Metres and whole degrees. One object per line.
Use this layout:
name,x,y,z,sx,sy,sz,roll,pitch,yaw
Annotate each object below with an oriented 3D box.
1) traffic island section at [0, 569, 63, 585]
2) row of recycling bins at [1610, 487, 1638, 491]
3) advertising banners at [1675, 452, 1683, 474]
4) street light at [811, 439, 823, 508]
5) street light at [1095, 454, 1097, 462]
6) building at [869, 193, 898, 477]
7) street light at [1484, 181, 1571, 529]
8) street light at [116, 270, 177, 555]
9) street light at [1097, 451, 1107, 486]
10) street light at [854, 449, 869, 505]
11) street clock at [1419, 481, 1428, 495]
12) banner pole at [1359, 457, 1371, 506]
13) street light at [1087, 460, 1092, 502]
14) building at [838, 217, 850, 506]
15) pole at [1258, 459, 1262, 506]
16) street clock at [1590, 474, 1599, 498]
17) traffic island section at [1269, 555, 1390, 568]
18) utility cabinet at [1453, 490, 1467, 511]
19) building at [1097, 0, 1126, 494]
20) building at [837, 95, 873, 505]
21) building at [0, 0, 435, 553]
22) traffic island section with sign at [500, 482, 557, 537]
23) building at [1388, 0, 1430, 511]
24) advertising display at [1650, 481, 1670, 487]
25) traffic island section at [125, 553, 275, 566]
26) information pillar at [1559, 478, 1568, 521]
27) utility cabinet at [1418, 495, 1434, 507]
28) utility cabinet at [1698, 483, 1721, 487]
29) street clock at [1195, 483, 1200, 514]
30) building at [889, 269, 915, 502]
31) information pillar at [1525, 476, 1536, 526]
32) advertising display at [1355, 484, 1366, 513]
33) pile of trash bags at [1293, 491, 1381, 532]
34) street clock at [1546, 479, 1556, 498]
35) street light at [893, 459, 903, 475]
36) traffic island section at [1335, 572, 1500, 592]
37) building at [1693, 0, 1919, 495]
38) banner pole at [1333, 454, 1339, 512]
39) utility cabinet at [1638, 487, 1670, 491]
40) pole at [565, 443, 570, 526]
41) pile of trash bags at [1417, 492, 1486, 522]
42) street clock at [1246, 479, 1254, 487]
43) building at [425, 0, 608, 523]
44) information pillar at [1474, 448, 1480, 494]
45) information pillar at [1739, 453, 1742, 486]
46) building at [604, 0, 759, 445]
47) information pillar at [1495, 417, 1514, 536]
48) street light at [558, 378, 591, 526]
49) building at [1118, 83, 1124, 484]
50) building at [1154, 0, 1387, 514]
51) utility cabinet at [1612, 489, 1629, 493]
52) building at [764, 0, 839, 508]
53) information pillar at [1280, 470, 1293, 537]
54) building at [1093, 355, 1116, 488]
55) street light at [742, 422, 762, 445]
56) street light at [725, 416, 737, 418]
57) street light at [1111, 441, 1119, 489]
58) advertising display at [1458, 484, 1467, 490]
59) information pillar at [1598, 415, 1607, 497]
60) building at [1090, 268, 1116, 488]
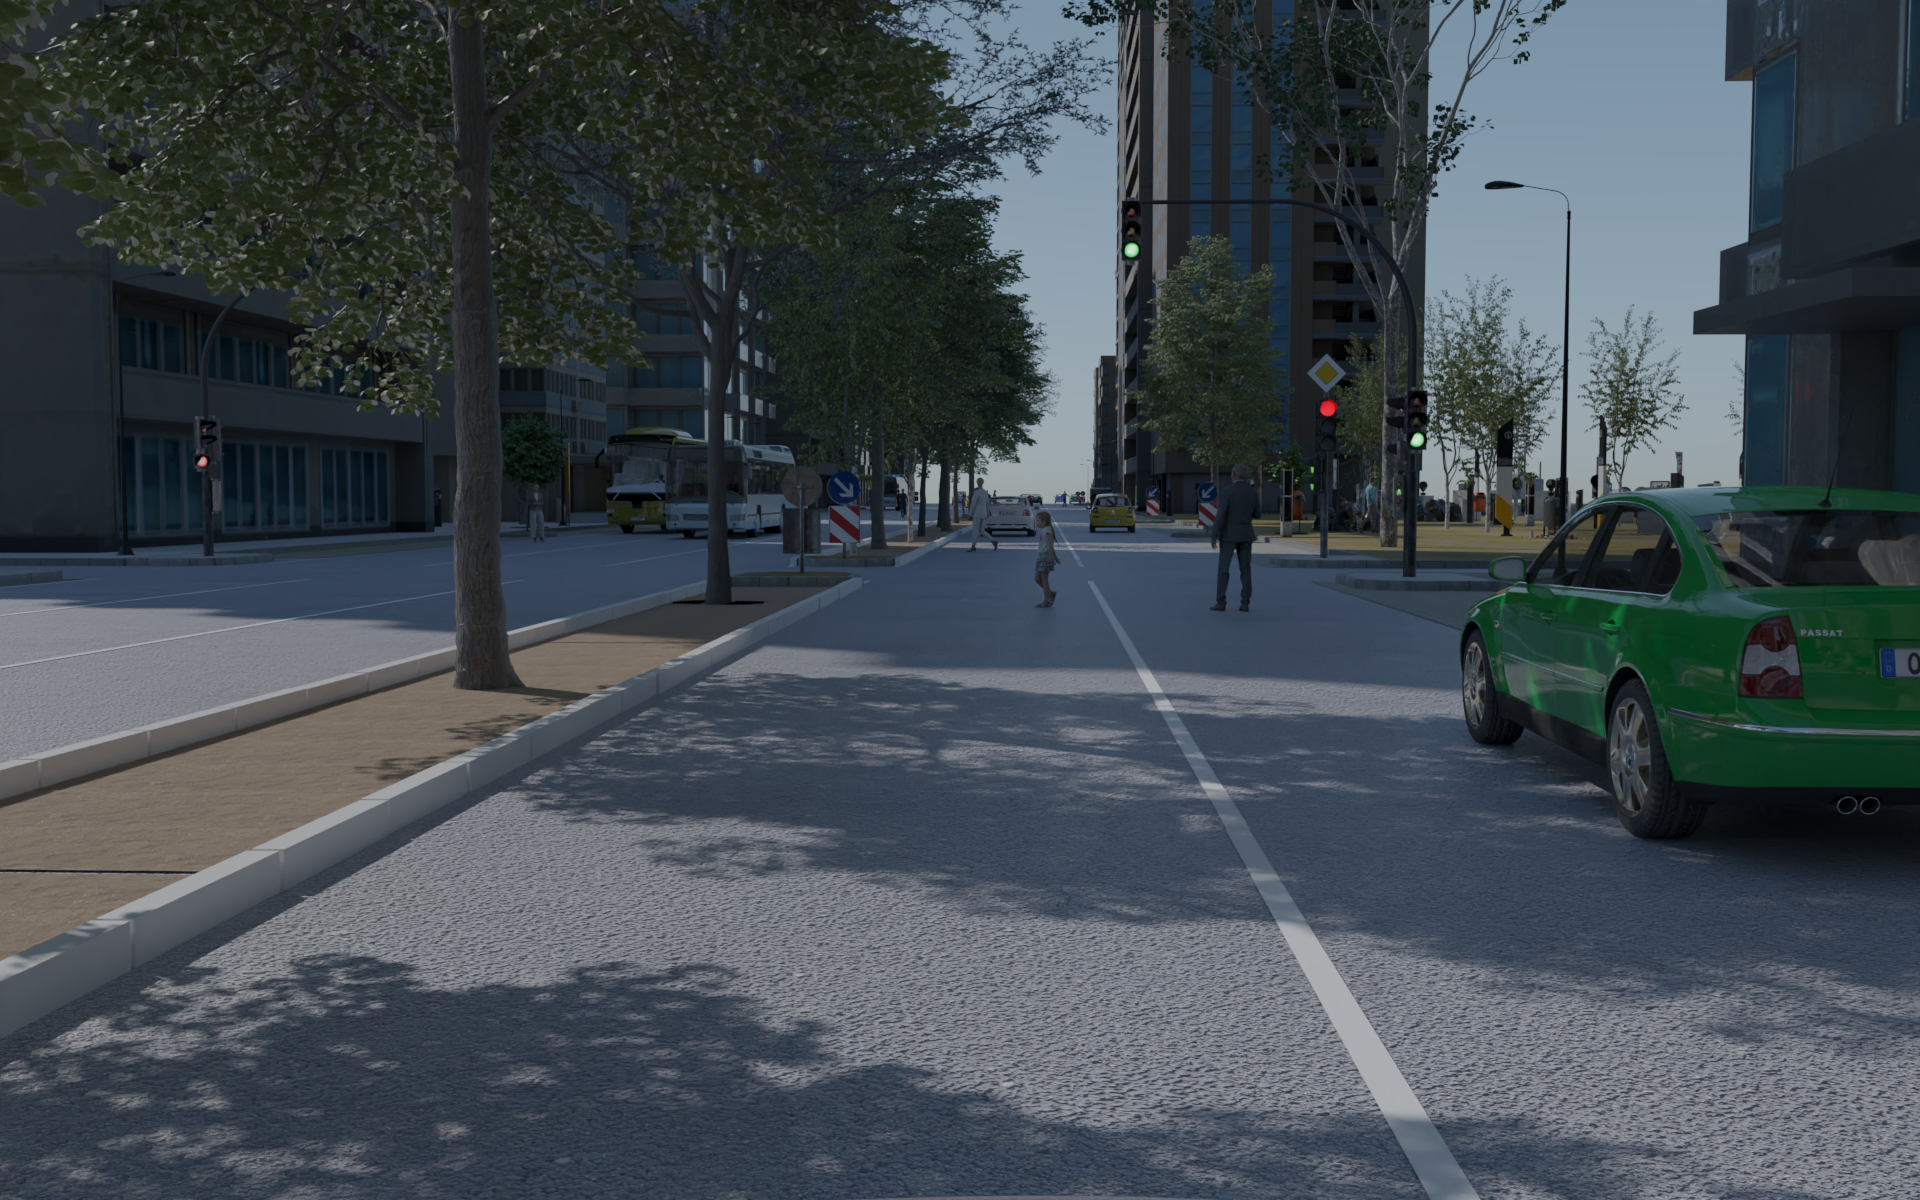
traffic island section,-15.939,-0.344,27.900,2.009,0.180,2.903,0,4,3
row of recycling bins,36.733,-5.357,94.698,3.534,1.692,1.069,2,4,33
advertising banners,30.254,-4.629,71.879,2.074,3.025,0.090,-2,4,-34
street light,-12.027,-10.617,146.121,1.470,5.913,1.316,0,4,3
street light,16.312,-13.918,200.093,1.470,5.913,1.316,0,4,3
building,-20.194,-35.750,239.128,22.147,44.769,28.867,0,4,3
street light,8.473,-3.258,25.814,1.470,5.913,1.316,0,4,3
street light,-16.969,-3.890,36.142,1.470,5.913,1.316,0,4,3
street light,15.642,-12.995,185.005,1.470,5.913,1.316,0,4,3
street light,-10.449,-12.710,180.346,1.470,5.913,1.316,0,4,3
street clock,25.967,-5.662,97.142,0.471,2.002,0.358,0,4,7
banner pole,24.175,-6.950,103.644,0.863,3.779,0.401,0,4,0
street light,17.869,-16.037,234.744,1.470,5.913,1.316,0,4,3
building,-18.604,-24.418,170.932,14.160,30.474,14.107,0,4,3
pole,17.421,-6.532,100.642,0.158,3.312,0.155,0,3,0
street clock,23.424,-3.617,63.709,0.471,2.002,0.358,1,4,14
traffic island section,7.340,-0.768,34.839,2.009,0.180,2.903,0,4,3
utility cabinet,28.446,-5.468,98.082,0.318,1.500,1.173,-2,4,-30
building,26.881,-46.798,203.401,20.563,71.187,20.611,0,4,3
building,-21.803,-36.075,209.434,23.786,49.044,30.456,0,4,3
building,-28.900,-25.900,47.172,21.300,48.544,21.600,0,4,3
traffic island section with sign,-14.590,-3.015,57.921,1.989,1.847,2.006,0,4,3
building,24.289,-31.430,137.589,21.300,48.544,21.600,0,4,3
advertising display,33.933,-4.818,83.995,0.123,1.923,0.974,-3,4,-38
traffic island section,-15.578,-0.832,35.877,2.009,0.180,2.903,0,4,3
information pillar,26.881,-4.446,77.182,0.304,2.012,0.304,-3,4,-36
utility cabinet,24.109,-4.794,89.550,1.020,1.237,0.306,-3,5,-42
utility cabinet,15.249,-1.629,35.306,0.318,1.500,1.173,2,4,31
street clock,15.096,-6.449,110.017,0.358,2.002,0.471,1,4,20
building,-14.293,-35.338,261.364,14.154,41.232,14.086,0,4,3
information pillar,22.937,-3.986,69.666,0.304,2.012,0.304,0,4,-2
advertising display,24.795,-6.243,107.285,0.974,1.923,0.123,-3,4,-39
pile of trash bags,12.771,-3.043,59.505,3.447,1.369,1.912,-1,4,-20
street clock,28.265,-4.787,82.842,0.358,2.002,0.471,-2,4,-30
street light,-8.287,-15.738,229.849,1.470,5.913,1.316,0,4,3
traffic island section,6.979,-0.280,26.862,2.009,0.180,2.903,0,4,3
building,19.543,-23.811,8.926,23.786,49.044,30.456,0,4,3
banner pole,23.458,-7.220,108.060,0.401,3.779,0.863,3,5,41
utility cabinet,22.348,-2.860,55.433,1.173,1.500,0.318,2,4,35
pole,-15.634,-4.596,68.993,0.158,3.312,0.155,0,3,0
pile of trash bags,22.667,-4.299,80.035,3.447,1.369,1.912,-1,4,-9
street clock,14.102,-4.870,84.203,0.358,2.002,0.471,2,4,35
building,-30.885,-23.975,83.880,32.217,40.220,23.993,0,4,3
information pillar,25.534,-5.764,85.598,0.183,3.616,0.504,0,4,-3
information pillar,41.757,-6.192,92.591,0.183,3.616,0.504,0,4,5
building,-25.771,-30.971,125.983,23.786,49.044,30.456,0,4,3
information pillar,16.498,-3.736,52.441,0.504,3.616,0.183,1,4,9
street light,-15.491,-5.942,69.688,1.470,5.913,1.316,0,4,3
building,23.602,-32.259,177.546,14.600,45.320,14.200,0,4,3
building,20.709,-28.707,119.472,14.600,45.320,14.200,0,4,3
utility cabinet,29.782,-4.246,78.102,0.318,1.500,1.173,0,4,0
building,-22.612,-32.356,152.722,21.300,48.544,21.600,0,4,3
information pillar,9.793,-2.900,51.915,0.304,2.012,0.304,0,4,-3
building,31.988,-23.535,229.835,27.650,21.520,28.899,0,4,3
street light,-13.533,-8.540,112.176,1.470,5.913,1.316,0,4,3
street light,-13.995,-7.993,103.232,1.470,5.913,1.316,0,4,3
street light,13.921,-10.906,150.858,1.470,5.913,1.316,0,4,3
advertising display,31.374,-6.269,107.706,0.123,1.923,0.974,-2,4,-28
information pillar,18.908,-3.648,50.998,0.183,3.616,0.504,0,4,4
building,35.599,-34.474,255.525,32.217,40.220,23.993,0,4,3
